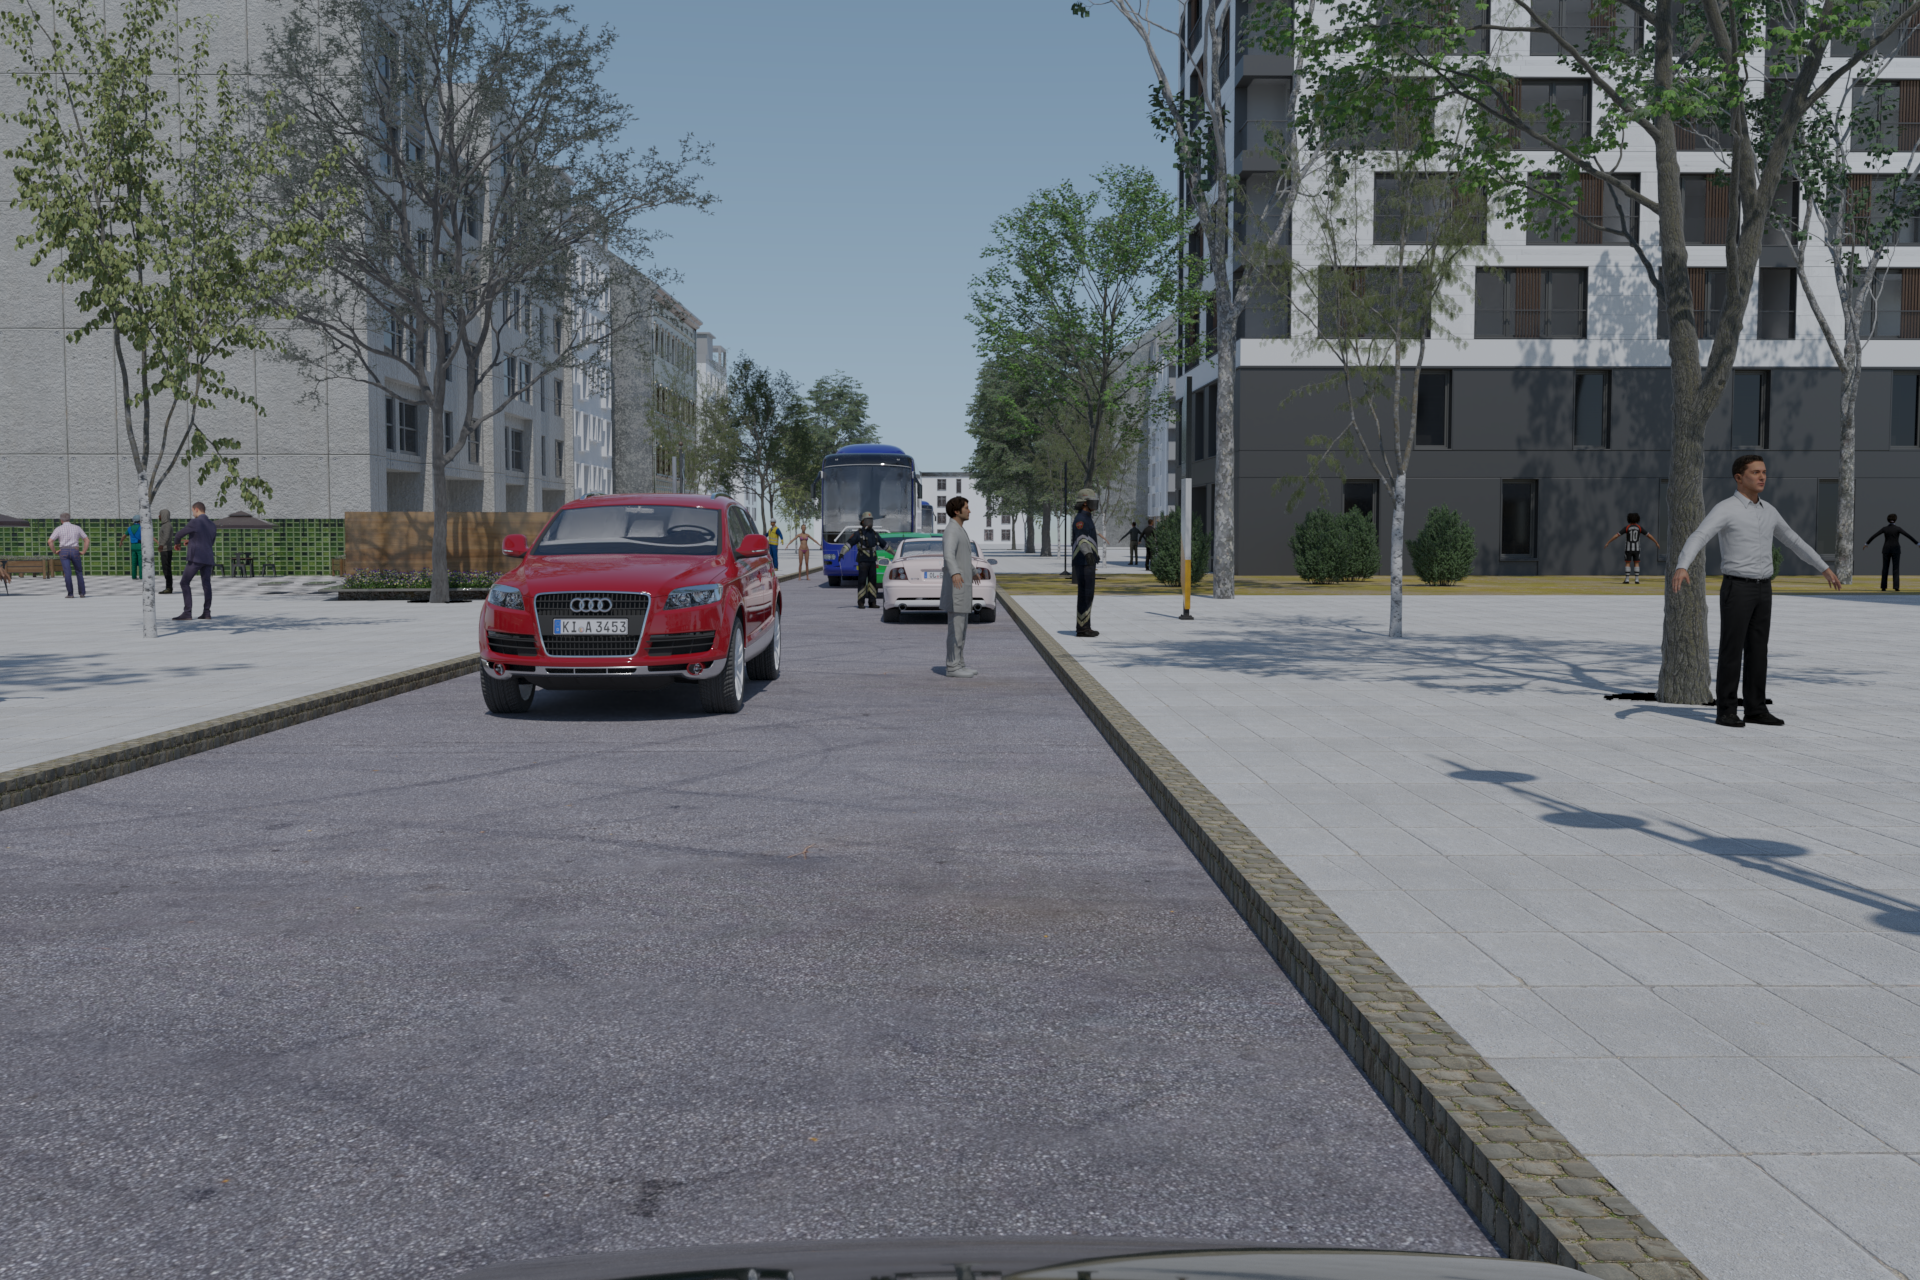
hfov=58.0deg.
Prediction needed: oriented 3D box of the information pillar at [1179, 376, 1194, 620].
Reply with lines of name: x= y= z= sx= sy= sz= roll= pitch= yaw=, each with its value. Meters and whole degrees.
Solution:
information pillar: x=3.394 y=-2.116 z=25.957 sx=0.183 sy=3.616 sz=0.504 roll=0 pitch=4 yaw=-1

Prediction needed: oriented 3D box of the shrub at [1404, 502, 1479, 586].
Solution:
shrub: x=11.849 y=-2.358 z=42.597 sx=1.661 sy=2.075 sz=1.752 roll=0 pitch=3 yaw=0

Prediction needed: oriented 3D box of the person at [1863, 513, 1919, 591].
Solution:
person: x=20.914 y=-1.965 z=38.856 sx=1.216 sy=1.740 sz=0.721 roll=3 pitch=5 yaw=41

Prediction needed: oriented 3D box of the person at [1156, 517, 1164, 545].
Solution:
person: x=6.787 y=-3.228 z=58.551 sx=0.705 sy=1.858 sz=1.354 roll=1 pitch=4 yaw=11

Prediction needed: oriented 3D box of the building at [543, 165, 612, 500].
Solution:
building: x=-25.556 y=-14.301 z=90.244 sx=16.016 sy=20.090 sz=11.380 roll=0 pitch=4 yaw=-1

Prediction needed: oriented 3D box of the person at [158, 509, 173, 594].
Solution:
person: x=-17.011 y=-1.891 z=37.044 sx=0.705 sy=1.813 sz=1.348 roll=-2 pitch=4 yaw=-23

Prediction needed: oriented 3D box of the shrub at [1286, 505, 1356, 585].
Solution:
shrub: x=9.175 y=-2.422 z=44.015 sx=1.690 sy=2.028 sz=1.600 roll=0 pitch=3 yaw=0

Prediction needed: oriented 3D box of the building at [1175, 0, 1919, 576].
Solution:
building: x=22.192 y=-13.761 z=68.973 sx=27.936 sy=21.610 sz=32.646 roll=0 pitch=4 yaw=-1

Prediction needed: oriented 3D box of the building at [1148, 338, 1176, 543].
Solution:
building: x=23.211 y=-18.875 z=165.031 sx=16.016 sy=20.090 sz=11.380 roll=0 pitch=3 yaw=0

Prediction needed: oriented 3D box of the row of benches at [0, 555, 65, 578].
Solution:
row of benches: x=-28.487 y=-2.185 z=51.180 sx=4.104 sy=0.672 sz=1.422 roll=1 pitch=4 yaw=8

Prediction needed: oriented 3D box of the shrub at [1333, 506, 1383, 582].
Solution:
shrub: x=10.543 y=-2.599 z=46.527 sx=1.661 sy=2.075 sz=1.752 roll=0 pitch=3 yaw=0

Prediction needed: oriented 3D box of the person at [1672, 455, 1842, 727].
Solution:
person: x=5.289 y=-0.333 z=11.605 sx=1.344 sy=1.810 sz=0.704 roll=-1 pitch=4 yaw=-18

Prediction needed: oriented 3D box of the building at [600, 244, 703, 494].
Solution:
building: x=-28.060 y=-17.369 z=114.904 sx=19.493 sy=23.208 sz=18.063 roll=0 pitch=4 yaw=0

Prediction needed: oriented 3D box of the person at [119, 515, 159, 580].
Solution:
person: x=-22.825 y=-2.570 z=48.143 sx=1.347 sy=1.817 sz=0.704 roll=1 pitch=4 yaw=13

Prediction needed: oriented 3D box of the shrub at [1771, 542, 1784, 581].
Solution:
shrub: x=21.274 y=-2.126 z=45.885 sx=1.383 sy=1.207 sz=1.383 roll=0 pitch=3 yaw=0

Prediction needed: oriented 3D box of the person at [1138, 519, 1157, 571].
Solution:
person: x=6.643 y=-3.304 z=60.237 sx=0.704 sy=1.802 sz=1.346 roll=-3 pitch=5 yaw=-40

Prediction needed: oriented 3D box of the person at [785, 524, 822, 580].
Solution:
person: x=-4.817 y=-2.709 z=53.545 sx=1.217 sy=1.733 sz=0.721 roll=-1 pitch=4 yaw=-16

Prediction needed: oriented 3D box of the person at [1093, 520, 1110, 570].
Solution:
person: x=4.621 y=-3.375 z=61.041 sx=1.347 sy=1.847 sz=0.705 roll=2 pitch=4 yaw=30

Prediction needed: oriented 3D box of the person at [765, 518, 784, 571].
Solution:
person: x=-6.506 y=-3.316 z=60.183 sx=0.705 sy=1.833 sz=1.349 roll=-3 pitch=5 yaw=-43

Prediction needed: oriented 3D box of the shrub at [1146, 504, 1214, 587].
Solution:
shrub: x=5.316 y=-2.296 z=41.963 sx=1.690 sy=2.028 sz=1.600 roll=0 pitch=3 yaw=0

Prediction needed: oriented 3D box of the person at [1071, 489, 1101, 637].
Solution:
person: x=1.600 y=-0.964 z=21.637 sx=0.704 sy=1.845 sz=1.351 roll=0 pitch=4 yaw=7

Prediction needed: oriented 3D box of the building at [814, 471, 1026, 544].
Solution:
building: x=-5.086 y=-17.512 z=230.930 sx=28.070 sy=9.664 sz=9.099 roll=0 pitch=4 yaw=3

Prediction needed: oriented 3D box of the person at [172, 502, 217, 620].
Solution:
person: x=-11.515 y=-1.190 z=25.955 sx=0.568 sy=1.767 sz=0.683 roll=1 pitch=4 yaw=18

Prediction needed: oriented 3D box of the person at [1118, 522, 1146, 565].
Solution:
person: x=7.226 y=-4.027 z=72.105 sx=1.348 sy=1.796 sz=0.705 roll=-2 pitch=4 yaw=-23

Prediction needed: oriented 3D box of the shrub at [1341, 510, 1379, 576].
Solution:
shrub: x=11.702 y=-2.899 z=51.825 sx=1.690 sy=2.028 sz=1.600 roll=0 pitch=3 yaw=0

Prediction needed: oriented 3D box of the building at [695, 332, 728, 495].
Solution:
building: x=-28.470 y=-18.766 z=163.251 sx=16.016 sy=20.090 sz=11.380 roll=0 pitch=4 yaw=0

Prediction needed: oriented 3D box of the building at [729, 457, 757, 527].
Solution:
building: x=-28.031 y=-15.873 z=201.674 sx=9.099 sy=9.664 sz=28.070 roll=0 pitch=4 yaw=-1

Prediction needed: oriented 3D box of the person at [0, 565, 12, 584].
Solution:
person: x=-7.284 y=-0.339 z=12.295 sx=0.721 sy=1.744 sz=1.215 roll=1 pitch=4 yaw=19

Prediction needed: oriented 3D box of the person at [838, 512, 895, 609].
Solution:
person: x=-1.771 y=-1.531 z=33.265 sx=1.354 sy=1.856 sz=0.705 roll=-2 pitch=4 yaw=-32

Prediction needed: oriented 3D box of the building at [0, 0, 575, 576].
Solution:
building: x=-26.789 y=-12.336 z=68.145 sx=16.747 sy=18.905 sz=31.486 roll=0 pitch=4 yaw=-1

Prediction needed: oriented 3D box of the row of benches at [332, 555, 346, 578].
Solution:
row of benches: x=-17.619 y=-2.160 z=50.779 sx=1.422 sy=0.672 sz=4.104 roll=-2 pitch=4 yaw=-32

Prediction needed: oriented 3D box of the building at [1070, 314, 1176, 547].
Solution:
building: x=21.330 y=-21.145 z=176.652 sx=19.493 sy=23.208 sz=18.063 roll=0 pitch=4 yaw=-1

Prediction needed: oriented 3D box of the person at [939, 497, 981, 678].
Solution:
person: x=0.006 y=-0.538 z=17.434 sx=0.705 sy=1.806 sz=1.347 roll=1 pitch=4 yaw=8

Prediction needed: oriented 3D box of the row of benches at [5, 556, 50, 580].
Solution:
row of benches: x=-27.965 y=-2.036 z=48.753 sx=4.104 sy=0.672 sz=1.422 roll=-1 pitch=4 yaw=-18

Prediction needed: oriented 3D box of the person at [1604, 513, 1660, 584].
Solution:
person: x=17.260 y=-2.343 z=44.459 sx=1.345 sy=1.843 sz=0.704 roll=1 pitch=4 yaw=13

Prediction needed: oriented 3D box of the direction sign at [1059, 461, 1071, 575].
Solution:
direction sign: x=3.304 y=-3.804 z=54.198 sx=0.379 sy=3.537 sz=0.876 roll=0 pitch=4 yaw=0
